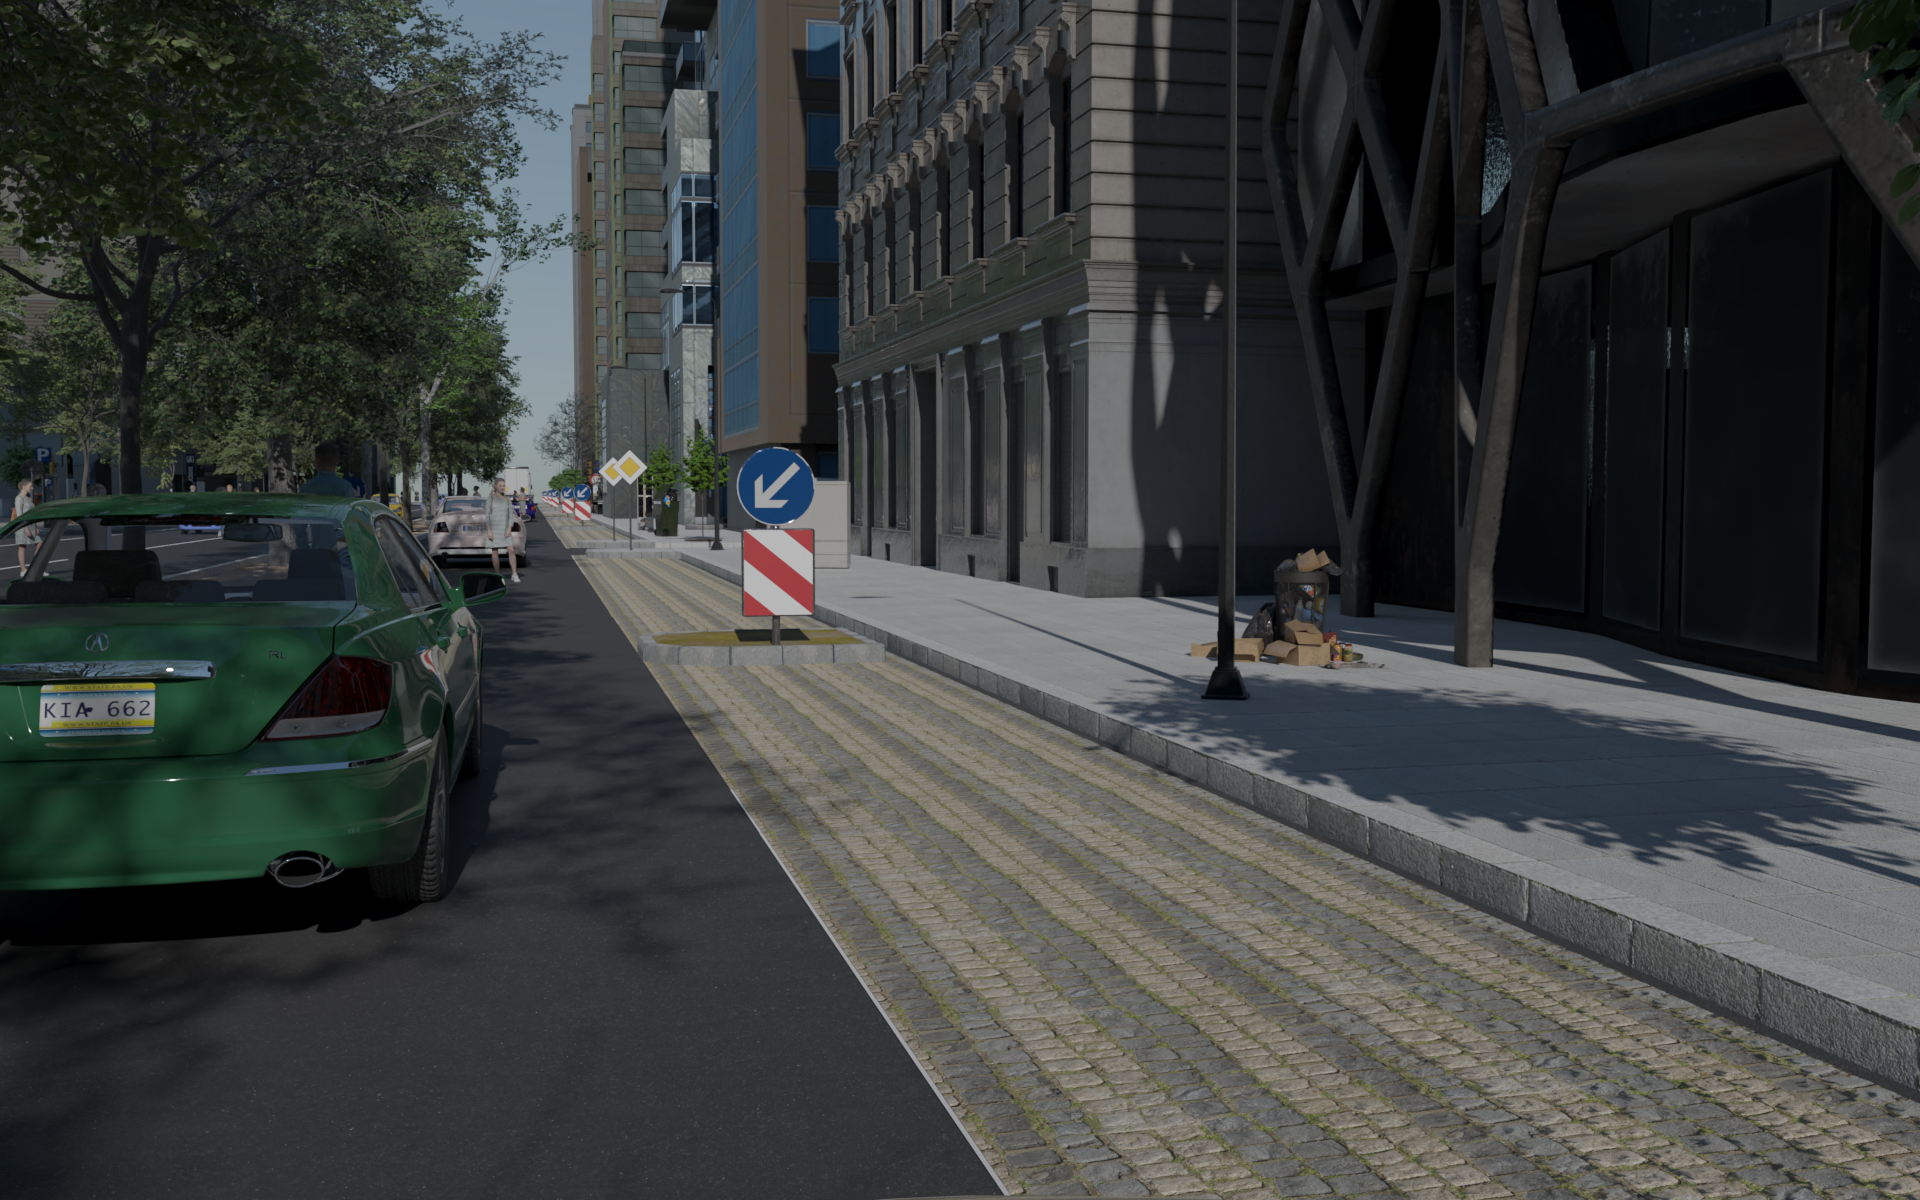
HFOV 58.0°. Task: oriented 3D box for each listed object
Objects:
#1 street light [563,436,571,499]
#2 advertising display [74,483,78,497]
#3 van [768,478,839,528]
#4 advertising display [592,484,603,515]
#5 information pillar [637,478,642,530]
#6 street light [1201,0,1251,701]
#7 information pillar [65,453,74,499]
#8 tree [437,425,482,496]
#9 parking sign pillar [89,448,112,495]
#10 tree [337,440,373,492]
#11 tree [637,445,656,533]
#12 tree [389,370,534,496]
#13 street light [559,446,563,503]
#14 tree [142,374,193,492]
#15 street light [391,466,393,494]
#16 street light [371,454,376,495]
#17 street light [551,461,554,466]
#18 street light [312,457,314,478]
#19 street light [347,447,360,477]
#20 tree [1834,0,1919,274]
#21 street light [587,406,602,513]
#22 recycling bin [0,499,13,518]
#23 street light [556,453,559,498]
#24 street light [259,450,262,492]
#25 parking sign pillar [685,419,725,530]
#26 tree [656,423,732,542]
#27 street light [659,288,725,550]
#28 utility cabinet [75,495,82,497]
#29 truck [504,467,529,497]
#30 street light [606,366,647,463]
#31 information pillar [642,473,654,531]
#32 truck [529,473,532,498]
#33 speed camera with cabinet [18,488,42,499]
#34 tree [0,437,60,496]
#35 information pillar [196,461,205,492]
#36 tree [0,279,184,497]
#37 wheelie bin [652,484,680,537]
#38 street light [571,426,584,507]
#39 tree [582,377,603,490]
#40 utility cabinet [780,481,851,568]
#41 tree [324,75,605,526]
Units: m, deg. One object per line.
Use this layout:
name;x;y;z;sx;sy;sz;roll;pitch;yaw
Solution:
street light;-30.665;-10.136;138.271;1.470;5.913;1.316;-1;4;-14
advertising display;-51.511;-5.836;100.634;0.123;1.923;0.974;0;4;-7
van;-2.772;-2.246;43.739;4.112;2.044;2.013;-1;4;-15
advertising display;-22.462;-6.296;108.152;0.974;1.923;0.123;-2;4;-23
information pillar;-11.225;-3.479;61.367;0.304;2.012;0.304;2;4;25
street light;1.149;-2.329;10.620;1.470;5.913;1.316;-1;4;-14
information pillar;-47.962;-6.236;93.310;0.183;3.616;0.504;1;4;10
tree;-31.136;-9.377;106.135;4.737;8.622;4.395;0;3;0
parking sign pillar;-49.559;-6.814;99.882;1.447;3.967;1.447;1;4;14
tree;-62.890;-14.047;180.023;4.360;8.622;3.978;0;3;0
tree;-10.129;-3.883;58.089;1.663;3.219;1.824;0;3;0
tree;-33.039;-11.906;114.125;9.611;12.733;9.660;0;3;0
street light;-37.471;-11.842;166.153;1.470;5.913;1.316;-1;4;-14
tree;-46.317;-9.210;100.946;4.737;8.622;4.395;0;3;0
street light;-73.596;-15.508;226.094;1.470;5.913;1.316;-1;4;-14
street light;-66.724;-13.803;198.227;1.470;5.913;1.316;-1;4;-14
street light;-50.392;-15.013;218.001;1.470;5.913;1.316;-1;4;-14
street light;-53.385;-10.515;144.460;1.470;5.913;1.316;-1;4;-14
street light;-60.377;-12.221;172.358;1.470;5.913;1.316;-1;4;-14
tree;3.383;-1.224;3.723;4.285;4.588;4.351;0;3;0
street light;-18.833;-7.248;91.044;1.470;5.913;1.316;-1;4;-14
recycling bin;-52.083;-4.994;94.213;0.722;1.027;0.722;1;4;15
street light;-44.476;-13.564;194.308;1.470;5.913;1.316;-1;4;-14
street light;-46.527;-8.810;116.591;1.470;5.913;1.316;-1;4;-14
parking sign pillar;-9.248;-4.539;62.691;1.447;3.967;1.447;0;4;5
tree;-7.108;-3.204;46.987;1.663;3.219;1.824;0;3;0
street light;-6.073;-4.080;39.253;1.470;5.913;1.316;-1;4;-14
utility cabinet;-45.068;-4.743;88.702;0.306;1.237;1.020;-3;4;-37
truck;-46.718;-11.832;182.364;2.839;4.237;11.283;-1;4;-15
street light;-11.948;-5.522;62.834;1.470;5.913;1.316;-1;4;-14
information pillar;-10.940;-3.451;60.922;0.304;2.012;0.304;-1;4;-10
truck;-58.796;-14.871;232.048;2.839;4.237;11.283;-1;4;-13
speed camera with cabinet;-59.844;-7.207;112.167;2.038;3.252;0.660;0;4;-4
tree;-53.666;-7.087;99.590;4.285;4.588;4.351;0;3;0
information pillar;-50.133;-7.525;114.382;0.504;3.616;0.183;-2;4;-29
tree;-36.454;-8.437;72.353;7.601;10.594;8.767;0;4;-6
wheelie bin;-9.170;-2.819;53.994;0.693;1.594;0.980;0;4;-5
street light;-25.824;-8.971;119.212;1.470;5.913;1.316;-1;4;-14
tree;-20.531;-9.322;102.784;4.360;8.622;3.978;0;3;0
utility cabinet;-2.488;-1.295;29.851;1.173;1.500;0.318;0;4;8
tree;-22.551;-13.350;76.612;12.611;20.169;13.585;0;3;0
